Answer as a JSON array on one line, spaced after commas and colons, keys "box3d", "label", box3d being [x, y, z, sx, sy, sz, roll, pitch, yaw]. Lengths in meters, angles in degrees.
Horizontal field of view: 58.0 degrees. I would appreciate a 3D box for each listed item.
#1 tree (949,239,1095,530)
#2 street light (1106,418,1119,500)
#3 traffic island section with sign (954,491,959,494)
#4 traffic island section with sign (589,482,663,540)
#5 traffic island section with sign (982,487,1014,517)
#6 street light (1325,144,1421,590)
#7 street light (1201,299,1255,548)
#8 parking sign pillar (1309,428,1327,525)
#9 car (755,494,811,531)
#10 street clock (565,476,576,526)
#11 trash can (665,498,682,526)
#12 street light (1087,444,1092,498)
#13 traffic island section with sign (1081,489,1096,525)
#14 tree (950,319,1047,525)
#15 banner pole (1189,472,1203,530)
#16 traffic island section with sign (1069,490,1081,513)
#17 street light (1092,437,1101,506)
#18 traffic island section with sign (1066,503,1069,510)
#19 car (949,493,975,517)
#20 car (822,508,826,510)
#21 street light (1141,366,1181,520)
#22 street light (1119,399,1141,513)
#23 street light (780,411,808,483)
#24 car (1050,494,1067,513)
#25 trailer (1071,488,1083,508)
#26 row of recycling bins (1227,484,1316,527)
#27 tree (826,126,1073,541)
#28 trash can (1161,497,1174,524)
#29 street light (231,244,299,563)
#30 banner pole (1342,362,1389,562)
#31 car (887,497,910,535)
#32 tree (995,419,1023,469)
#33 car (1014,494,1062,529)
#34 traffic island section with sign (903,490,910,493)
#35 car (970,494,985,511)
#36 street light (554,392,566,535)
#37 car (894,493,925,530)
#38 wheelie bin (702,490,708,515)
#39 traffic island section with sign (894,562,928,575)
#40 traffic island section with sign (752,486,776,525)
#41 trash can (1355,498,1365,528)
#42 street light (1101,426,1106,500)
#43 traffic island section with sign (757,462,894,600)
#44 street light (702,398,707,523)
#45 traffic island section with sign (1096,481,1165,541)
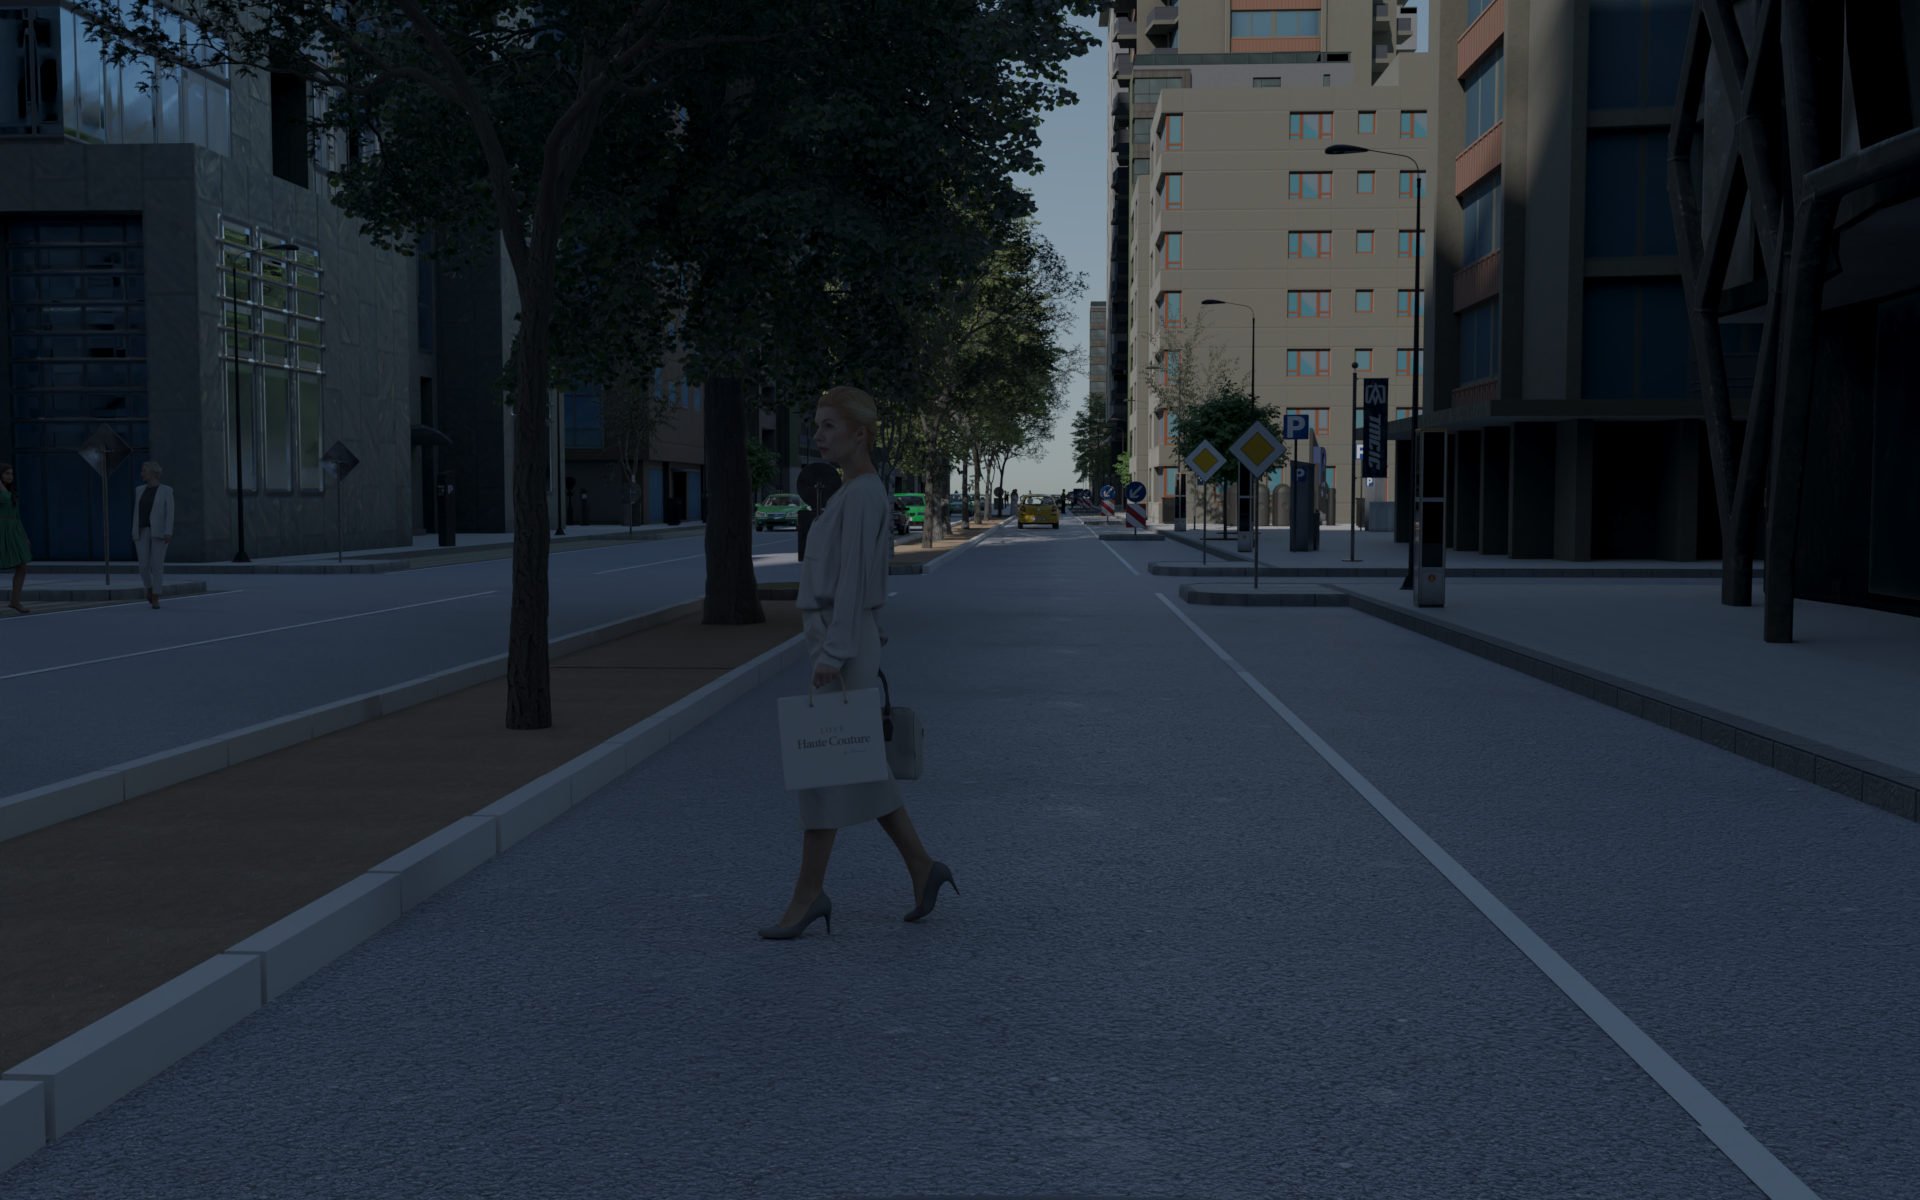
[{"box3d": [0.192, -9.589, 69.612, 12.009, 13.543, 11.850, 0, 3, 0], "label": "tree"}, {"box3d": [9.901, -8.175, 106.205, 1.470, 5.913, 1.316, 0, 4, 3], "label": "street light"}, {"box3d": [-0.435, -14.251, 241.638, 1.989, 1.847, 2.006, 0, 4, 3], "label": "traffic island section with sign"}, {"box3d": [-10.424, -2.801, 54.426, 1.989, 1.847, 2.006, 0, 4, 3], "label": "traffic island section with sign"}, {"box3d": [2.356, -6.018, 106.532, 2.006, 1.907, 1.989, 0, 4, 3], "label": "traffic island section with sign"}, {"box3d": [5.545, -3.095, 23.151, 1.470, 5.913, 1.316, 0, 4, 3], "label": "street light"}, {"box3d": [6.453, -4.214, 41.434, 1.470, 5.913, 1.316, 0, 4, 3], "label": "street light"}, {"box3d": [14.720, -5.066, 71.307, 1.447, 3.967, 1.447, 2, 4, 25], "label": "parking sign pillar"}, {"box3d": [-6.887, -3.439, 68.020, 2.131, 1.459, 4.920, 0, 4, 2], "label": "car"}, {"box3d": [-15.921, -4.044, 70.690, 0.471, 2.002, 0.358, 2, 4, 24], "label": "street clock"}, {"box3d": [-11.664, -3.596, 70.455, 0.748, 1.137, 0.748, 0, 3, 0], "label": "trash can"}, {"box3d": [12.830, -11.539, 161.199, 1.470, 5.913, 1.316, 0, 4, 3], "label": "street light"}, {"box3d": [6.790, -4.431, 81.079, 1.989, 1.847, 2.006, 0, 4, 3], "label": "traffic island section with sign"}, {"box3d": [0.744, -9.366, 81.346, 9.928, 11.665, 9.643, 0, 3, 0], "label": "tree"}, {"box3d": [8.490, -4.388, 61.757, 0.401, 3.779, 0.863, -1, 4, -20], "label": "banner pole"}, {"box3d": [9.426, -7.457, 130.542, 1.989, 1.847, 2.006, 0, 4, 3], "label": "traffic island section with sign"}, {"box3d": [11.627, -10.227, 139.758, 1.470, 5.913, 1.316, 0, 4, 3], "label": "street light"}, {"box3d": [10.865, -9.103, 157.459, 1.989, 1.847, 2.006, 0, 4, 3], "label": "traffic island section with sign"}, {"box3d": [-0.018, -6.215, 110.403, 1.959, 1.807, 4.718, 0, 4, 3], "label": "car"}, {"box3d": [-5.640, -4.396, 81.469, 1.945, 1.707, 3.694, 0, 4, 2], "label": "car"}, {"box3d": [7.419, -5.526, 62.887, 1.470, 5.913, 1.316, 0, 4, 3], "label": "street light"}, {"box3d": [8.700, -6.864, 84.764, 1.470, 5.913, 1.316, 0, 4, 3], "label": "street light"}, {"box3d": [-9.518, -7.628, 97.266, 1.470, 5.913, 1.316, 0, 4, 3], "label": "street light"}, {"box3d": [7.112, -7.411, 132.974, 2.131, 1.459, 4.920, 0, 4, 4], "label": "car"}, {"box3d": [11.994, -10.338, 176.081, 1.471, 1.999, 3.904, 0, 4, 2], "label": "trailer"}, {"box3d": [12.392, -3.778, 68.876, 3.534, 1.692, 1.069, 0, 4, -4], "label": "row of recycling bins"}, {"box3d": [-0.634, -8.054, 52.259, 7.486, 12.596, 7.792, 0, 3, 0], "label": "tree"}, {"box3d": [8.943, -3.812, 73.983, 0.748, 1.137, 0.748, 0, 3, 0], "label": "trash can"}, {"box3d": [-12.944, -3.655, 32.295, 1.470, 5.913, 1.316, 0, 4, 3], "label": "street light"}, {"box3d": [7.712, -2.622, 32.890, 0.863, 3.779, 0.401, 1, 4, 9], "label": "banner pole"}, {"box3d": [-2.726, -3.004, 61.701, 1.945, 1.354, 3.894, 0, 4, 2], "label": "car"}, {"box3d": [1.682, -8.818, 97.001, 4.737, 8.622, 4.395, 0, 3, 0], "label": "tree"}, {"box3d": [3.251, -3.797, 72.303, 2.015, 1.641, 3.980, 0, 4, 1], "label": "car"}, {"box3d": [-4.875, -9.165, 158.480, 1.989, 1.847, 2.006, 0, 4, 3], "label": "traffic island section with sign"}, {"box3d": [1.290, -7.183, 129.239, 2.131, 1.459, 4.920, 0, 4, 1], "label": "car"}, {"box3d": [-11.926, -4.967, 53.746, 1.470, 5.913, 1.316, 0, 4, 3], "label": "street light"}, {"box3d": [-2.040, -3.640, 68.315, 1.959, 1.807, 4.718, 0, 4, 2], "label": "car"}, {"box3d": [-11.191, -4.277, 77.844, 0.693, 1.594, 0.980, 2, 4, 24], "label": "wheelie bin"}, {"box3d": [-1.639, -1.429, 31.499, 2.006, 1.907, 1.989, 0, 4, 3], "label": "traffic island section with sign"}, {"box3d": [-8.983, -4.458, 81.516, 1.989, 1.847, 2.006, 0, 4, 3], "label": "traffic island section with sign"}, {"box3d": [15.416, -3.326, 66.039, 0.748, 1.137, 0.748, 0, 3, 0], "label": "trash can"}, {"box3d": [10.580, -8.915, 118.309, 1.470, 5.913, 1.316, 0, 4, 3], "label": "street light"}, {"box3d": [-2.043, -0.977, 24.103, 2.006, 1.907, 1.989, 0, 4, 3], "label": "traffic island section with sign"}, {"box3d": [-10.628, -6.317, 75.820, 1.470, 5.913, 1.316, 0, 4, 3], "label": "street light"}, {"box3d": [5.341, -2.777, 54.038, 1.989, 1.847, 2.006, 0, 4, 3], "label": "traffic island section with sign"}]
